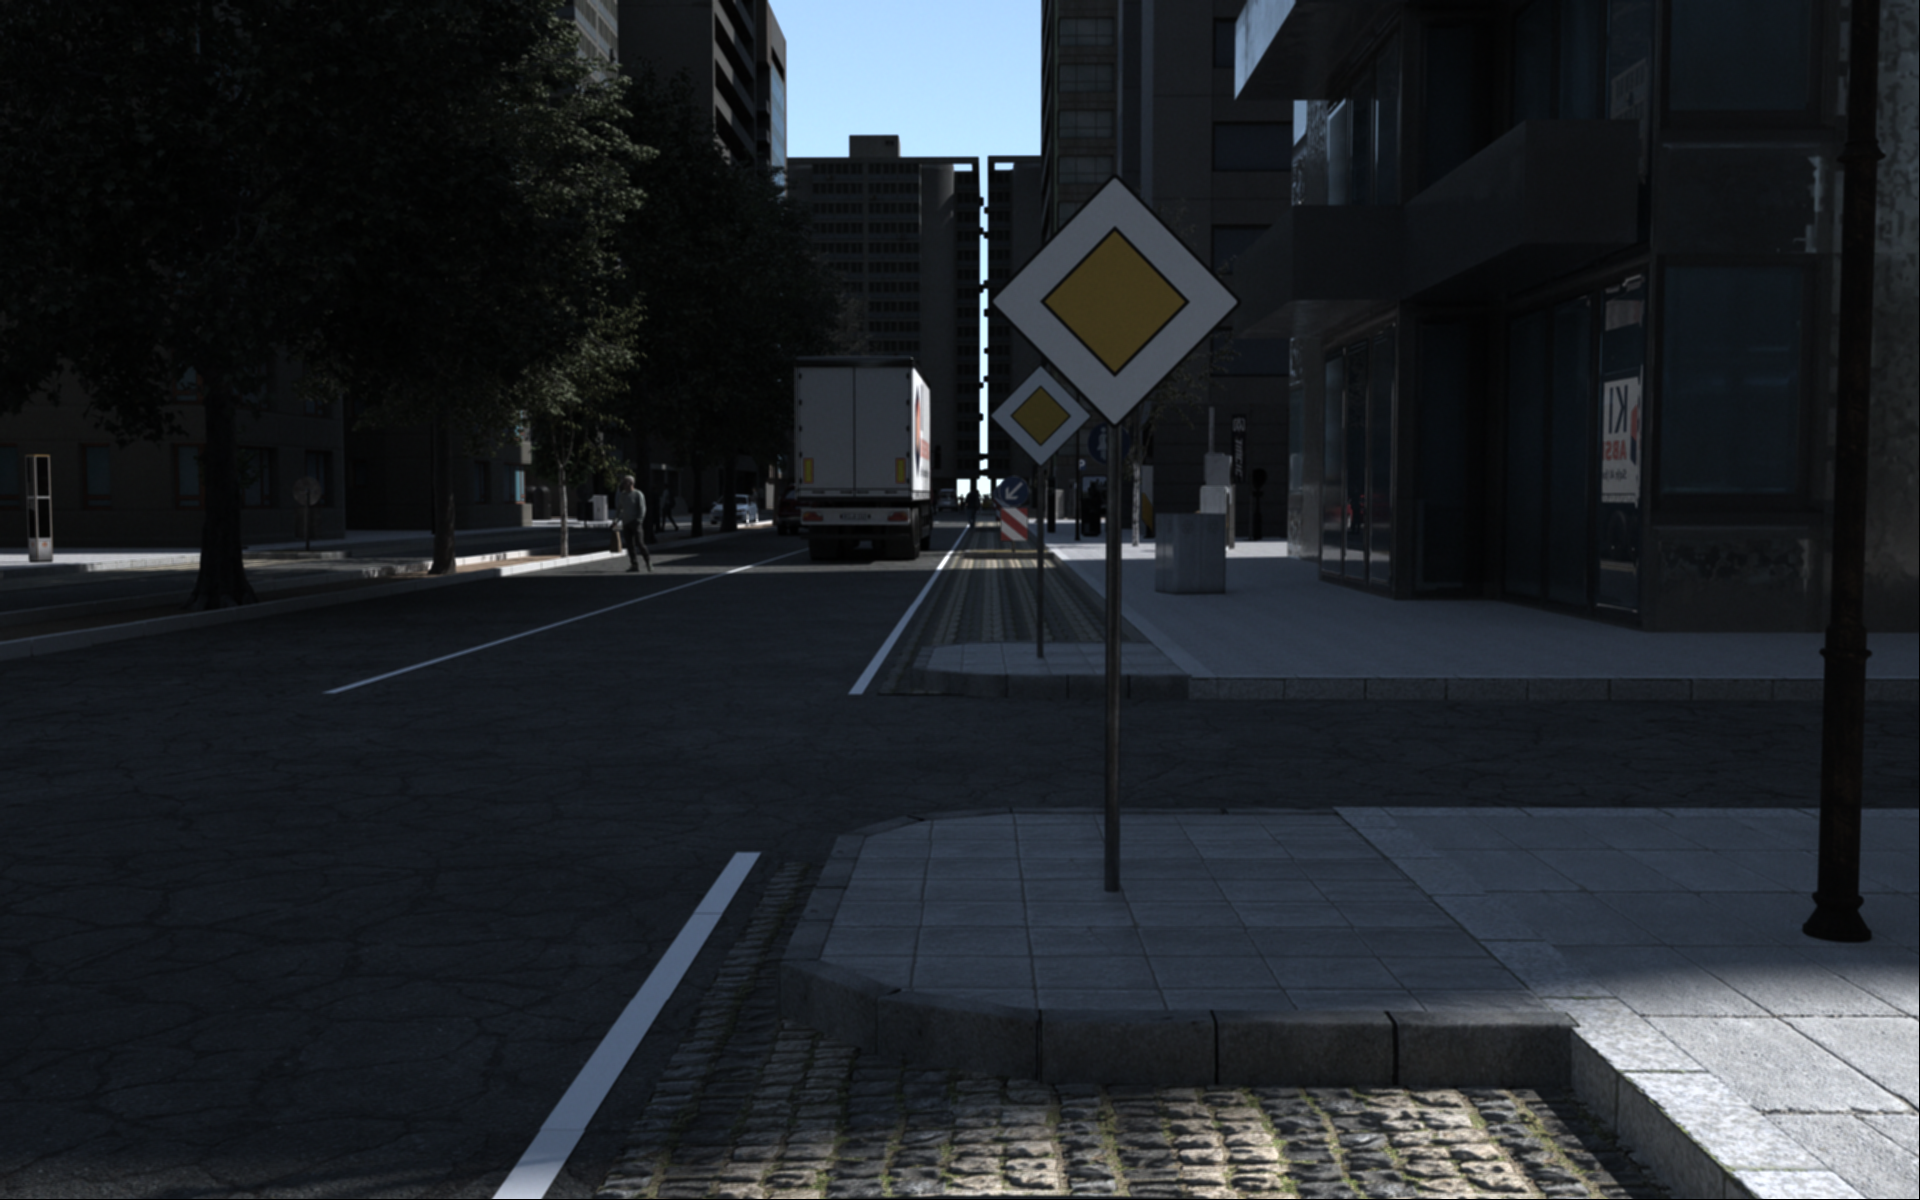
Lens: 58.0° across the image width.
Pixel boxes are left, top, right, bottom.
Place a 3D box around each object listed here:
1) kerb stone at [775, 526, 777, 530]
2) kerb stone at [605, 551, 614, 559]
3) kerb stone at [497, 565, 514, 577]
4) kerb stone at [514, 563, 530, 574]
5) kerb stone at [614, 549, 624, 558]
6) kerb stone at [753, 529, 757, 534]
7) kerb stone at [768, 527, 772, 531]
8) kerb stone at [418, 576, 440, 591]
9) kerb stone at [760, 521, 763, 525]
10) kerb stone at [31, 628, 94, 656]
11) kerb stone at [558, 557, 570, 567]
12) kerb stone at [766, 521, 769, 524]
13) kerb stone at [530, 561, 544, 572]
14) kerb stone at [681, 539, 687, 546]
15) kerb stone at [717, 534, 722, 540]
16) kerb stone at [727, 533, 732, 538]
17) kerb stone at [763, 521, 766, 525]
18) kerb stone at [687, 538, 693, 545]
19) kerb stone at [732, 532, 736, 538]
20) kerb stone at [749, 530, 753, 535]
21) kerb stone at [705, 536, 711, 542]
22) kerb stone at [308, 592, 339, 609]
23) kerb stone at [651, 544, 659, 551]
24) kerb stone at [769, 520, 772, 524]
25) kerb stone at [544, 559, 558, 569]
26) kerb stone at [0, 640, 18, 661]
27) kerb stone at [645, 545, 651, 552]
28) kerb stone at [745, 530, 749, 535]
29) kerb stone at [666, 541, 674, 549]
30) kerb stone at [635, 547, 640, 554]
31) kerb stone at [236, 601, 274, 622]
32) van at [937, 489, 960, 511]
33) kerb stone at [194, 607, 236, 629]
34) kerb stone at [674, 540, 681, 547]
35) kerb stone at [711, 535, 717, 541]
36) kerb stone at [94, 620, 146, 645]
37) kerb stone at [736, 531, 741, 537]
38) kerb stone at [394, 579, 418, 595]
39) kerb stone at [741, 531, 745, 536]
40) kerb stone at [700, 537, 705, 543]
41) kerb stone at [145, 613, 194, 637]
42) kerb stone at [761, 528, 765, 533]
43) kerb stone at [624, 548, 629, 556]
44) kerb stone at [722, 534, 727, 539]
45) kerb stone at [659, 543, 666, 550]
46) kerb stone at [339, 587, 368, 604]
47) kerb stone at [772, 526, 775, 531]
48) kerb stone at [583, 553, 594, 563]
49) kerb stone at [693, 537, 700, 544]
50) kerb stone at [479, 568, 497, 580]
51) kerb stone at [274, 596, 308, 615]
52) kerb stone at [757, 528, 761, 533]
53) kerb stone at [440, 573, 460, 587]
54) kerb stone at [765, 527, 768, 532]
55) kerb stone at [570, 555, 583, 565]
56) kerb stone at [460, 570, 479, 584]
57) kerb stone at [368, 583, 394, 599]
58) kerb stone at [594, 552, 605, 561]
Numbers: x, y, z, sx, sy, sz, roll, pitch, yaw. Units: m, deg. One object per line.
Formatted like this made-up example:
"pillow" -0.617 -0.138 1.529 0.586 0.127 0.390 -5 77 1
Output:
"kerb stone" -7.362 -2.803 68.066 0.120 0.150 1.000 0 4 1
"kerb stone" -7.876 -0.988 38.351 0.120 0.150 1.000 0 4 1
"kerb stone" -8.008 -0.487 30.164 0.120 0.150 1.000 0 4 1
"kerb stone" -7.991 -0.547 31.188 0.120 0.150 1.000 0 4 1
"kerb stone" -7.855 -1.050 39.379 0.120 0.150 1.000 0 4 1
"kerb stone" -7.470 -2.426 61.911 0.120 0.150 1.000 0 4 1
"kerb stone" -7.396 -2.680 66.011 0.120 0.150 1.000 0 4 1
"kerb stone" -8.084 -0.237 26.075 0.120 0.150 1.000 0 4 1
"kerb stone" -9.262 -3.499 79.404 0.120 0.150 1.000 0 4 1
"kerb stone" -8.255 0.390 15.827 0.120 0.150 1.000 0 4 1
"kerb stone" -7.939 -0.736 34.258 0.120 0.150 1.000 0 4 1
"kerb stone" -9.229 -3.620 81.448 0.120 0.150 1.000 0 4 1
"kerb stone" -7.979 -0.612 32.210 0.120 0.150 1.000 0 4 1
"kerb stone" -7.709 -1.553 47.581 0.120 0.150 1.000 0 4 1
"kerb stone" -7.614 -1.920 53.724 0.120 0.150 1.000 0 4 1
"kerb stone" -7.573 -2.054 55.774 0.120 0.150 1.000 0 4 1
"kerb stone" -9.245 -3.561 80.426 0.120 0.150 1.000 0 4 1
"kerb stone" -7.701 -1.615 48.607 0.120 0.150 1.000 0 4 1
"kerb stone" -7.546 -2.113 56.797 0.120 0.150 1.000 0 4 1
"kerb stone" -7.479 -2.367 60.889 0.120 0.150 1.000 0 4 1
"kerb stone" -7.645 -1.803 51.674 0.120 0.150 1.000 0 4 1
"kerb stone" -8.154 0.014 21.973 0.120 0.150 1.000 0 4 1
"kerb stone" -7.785 -1.302 43.487 0.120 0.150 1.000 0 4 1
"kerb stone" -9.213 -3.687 82.479 0.120 0.150 1.000 0 4 1
"kerb stone" -7.957 -0.669 33.233 0.120 0.150 1.000 0 4 1
"kerb stone" -8.277 0.455 14.800 0.120 0.150 1.000 0 4 1
"kerb stone" -7.798 -1.235 42.465 0.120 0.150 1.000 0 4 1
"kerb stone" -7.493 -2.301 59.867 0.120 0.150 1.000 0 4 1
"kerb stone" -7.746 -1.425 45.531 0.120 0.150 1.000 0 4 1
"kerb stone" -7.821 -1.177 41.442 0.120 0.150 1.000 0 4 1
"kerb stone" -8.186 0.141 19.929 0.120 0.150 1.000 0 4 1
"van" -0.970 -8.369 143.850 2.013 2.044 4.112 0 4 2
"kerb stone" -8.207 0.205 18.901 0.120 0.150 1.000 0 4 1
"kerb stone" -7.726 -1.486 46.553 0.120 0.150 1.000 0 4 1
"kerb stone" -7.623 -1.866 52.701 0.120 0.150 1.000 0 4 1
"kerb stone" -8.248 0.331 16.857 0.120 0.150 1.000 0 4 1
"kerb stone" -7.535 -2.178 57.819 0.120 0.150 1.000 0 4 1
"kerb stone" -8.100 -0.174 25.043 0.120 0.150 1.000 0 4 1
"kerb stone" -7.518 -2.241 58.841 0.120 0.150 1.000 0 4 1
"kerb stone" -7.660 -1.737 50.652 0.120 0.150 1.000 0 4 1
"kerb stone" -8.226 0.264 17.879 0.120 0.150 1.000 0 4 1
"kerb stone" -7.432 -2.554 63.961 0.120 0.150 1.000 0 4 1
"kerb stone" -7.834 -1.112 40.412 0.120 0.150 1.000 0 4 1
"kerb stone" -7.592 -1.987 54.751 0.120 0.150 1.000 0 4 1
"kerb stone" -7.764 -1.365 44.509 0.120 0.150 1.000 0 4 1
"kerb stone" -8.134 -0.044 22.995 0.120 0.150 1.000 0 4 1
"kerb stone" -7.379 -2.741 67.040 0.120 0.150 1.000 0 4 1
"kerb stone" -7.903 -0.857 36.302 0.120 0.150 1.000 0 4 1
"kerb stone" -7.676 -1.678 49.629 0.120 0.150 1.000 0 4 1
"kerb stone" -8.037 -0.422 29.142 0.120 0.150 1.000 0 4 1
"kerb stone" -8.173 0.076 20.951 0.120 0.150 1.000 0 4 1
"kerb stone" -7.441 -2.492 62.933 0.120 0.150 1.000 0 4 1
"kerb stone" -8.069 -0.300 27.097 0.120 0.150 1.000 0 4 1
"kerb stone" -7.411 -2.617 64.989 0.120 0.150 1.000 0 4 1
"kerb stone" -7.919 -0.800 35.280 0.120 0.150 1.000 0 4 1
"kerb stone" -8.055 -0.360 28.120 0.120 0.150 1.000 0 4 1
"kerb stone" -8.119 -0.111 24.017 0.120 0.150 1.000 0 4 1
"kerb stone" -7.887 -0.923 37.329 0.120 0.150 1.000 0 4 1
